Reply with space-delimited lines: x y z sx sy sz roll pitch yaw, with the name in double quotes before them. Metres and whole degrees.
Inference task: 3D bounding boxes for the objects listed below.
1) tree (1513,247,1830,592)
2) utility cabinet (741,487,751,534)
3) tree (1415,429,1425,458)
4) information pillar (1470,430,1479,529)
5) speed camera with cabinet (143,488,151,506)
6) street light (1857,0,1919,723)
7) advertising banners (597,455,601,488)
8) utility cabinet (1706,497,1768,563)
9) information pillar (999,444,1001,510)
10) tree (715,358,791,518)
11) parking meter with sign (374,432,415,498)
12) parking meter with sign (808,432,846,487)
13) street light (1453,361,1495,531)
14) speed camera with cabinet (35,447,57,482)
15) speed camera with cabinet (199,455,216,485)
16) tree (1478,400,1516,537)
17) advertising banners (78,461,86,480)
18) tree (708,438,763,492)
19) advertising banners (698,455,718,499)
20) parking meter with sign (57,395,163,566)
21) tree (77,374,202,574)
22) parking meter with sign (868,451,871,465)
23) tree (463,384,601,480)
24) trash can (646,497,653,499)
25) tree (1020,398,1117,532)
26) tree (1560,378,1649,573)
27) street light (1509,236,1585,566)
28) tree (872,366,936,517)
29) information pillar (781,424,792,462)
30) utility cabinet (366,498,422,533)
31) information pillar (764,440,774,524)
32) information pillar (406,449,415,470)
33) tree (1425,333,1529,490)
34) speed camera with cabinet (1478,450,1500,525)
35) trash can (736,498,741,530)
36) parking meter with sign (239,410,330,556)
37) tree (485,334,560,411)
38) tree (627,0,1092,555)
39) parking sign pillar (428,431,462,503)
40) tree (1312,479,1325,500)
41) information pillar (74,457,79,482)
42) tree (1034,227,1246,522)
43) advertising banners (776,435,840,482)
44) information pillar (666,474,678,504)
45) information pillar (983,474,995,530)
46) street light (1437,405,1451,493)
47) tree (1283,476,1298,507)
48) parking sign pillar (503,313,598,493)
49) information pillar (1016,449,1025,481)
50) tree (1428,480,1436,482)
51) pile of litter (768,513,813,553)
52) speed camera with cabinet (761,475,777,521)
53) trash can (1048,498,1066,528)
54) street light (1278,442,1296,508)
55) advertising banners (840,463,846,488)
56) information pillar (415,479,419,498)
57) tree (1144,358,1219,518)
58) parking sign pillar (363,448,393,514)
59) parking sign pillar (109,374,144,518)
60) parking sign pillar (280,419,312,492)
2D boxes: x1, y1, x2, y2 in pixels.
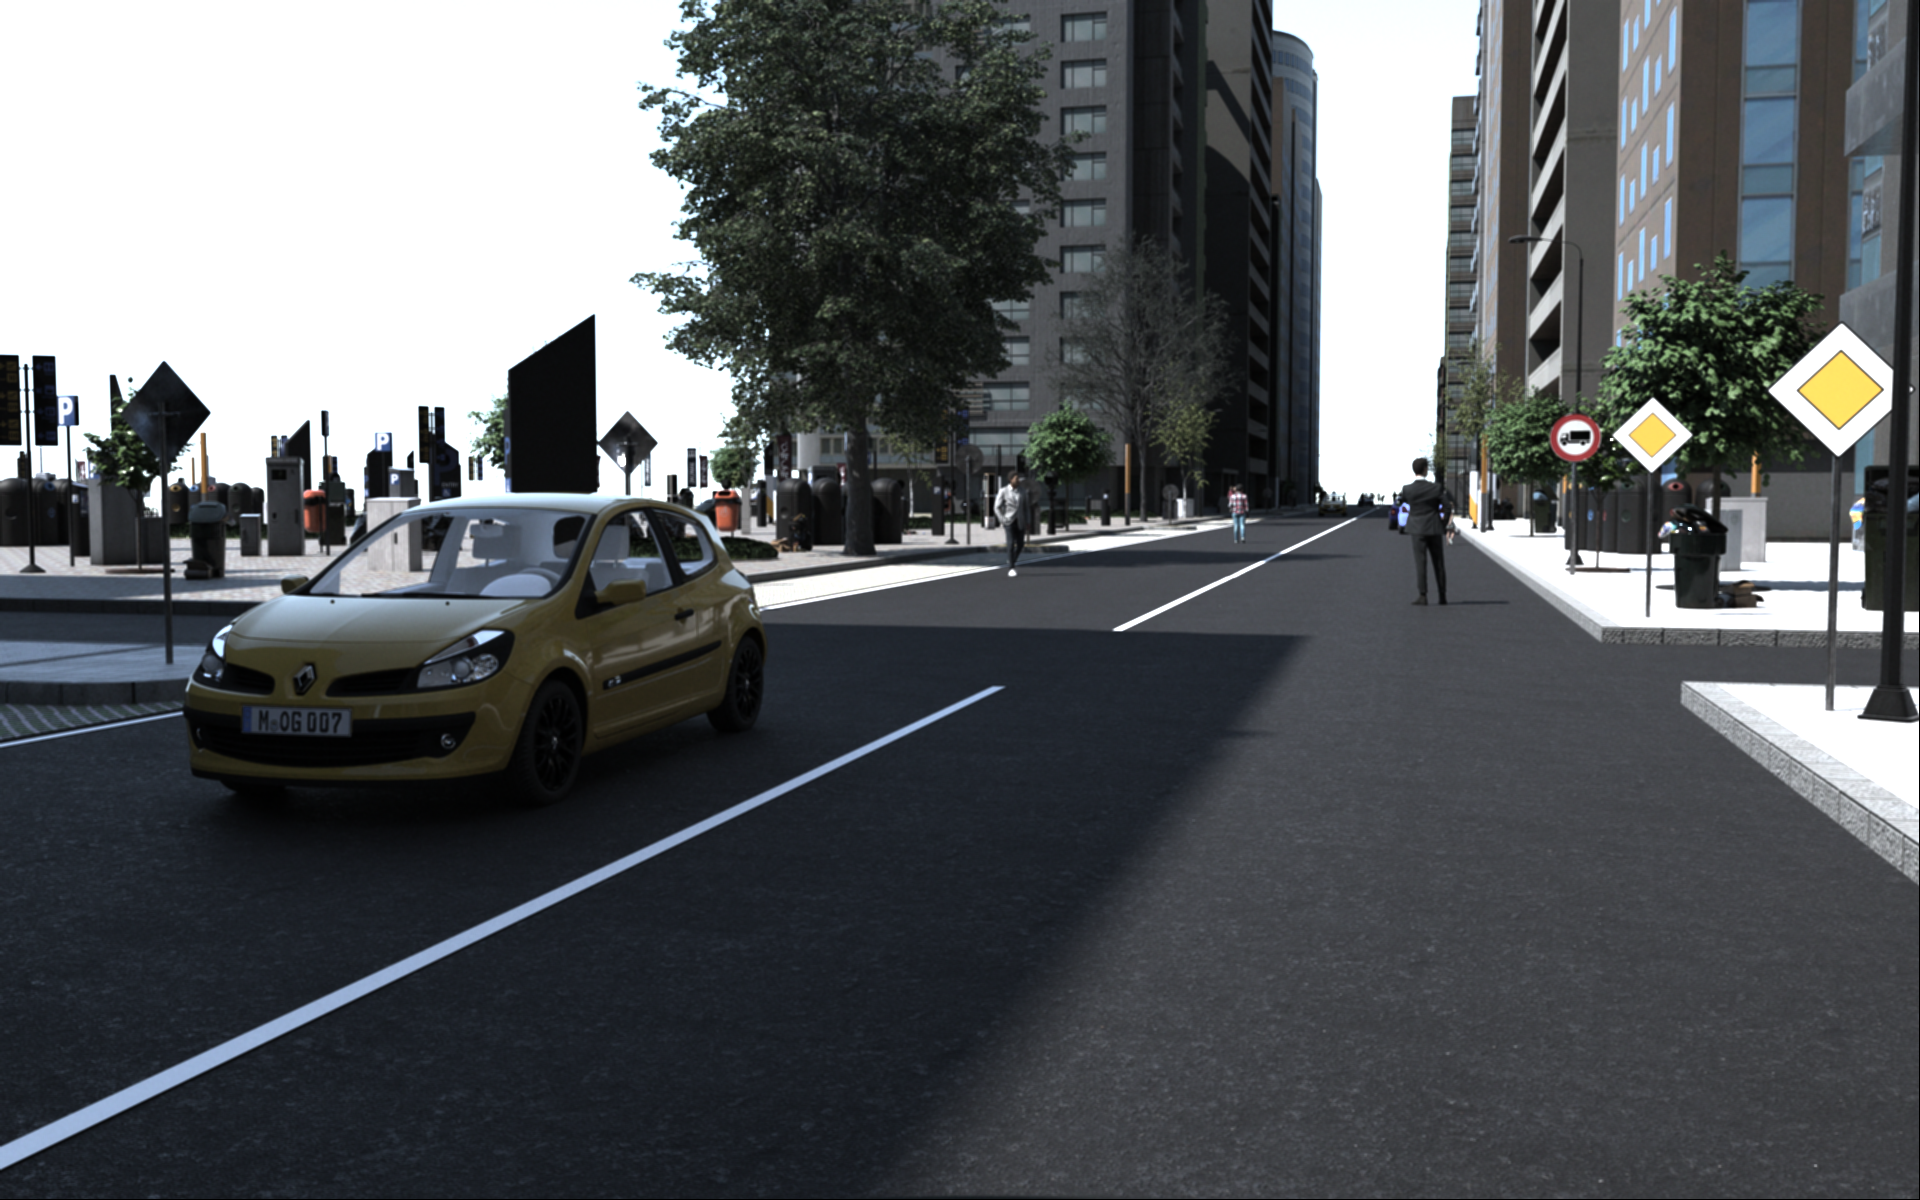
"tree" 10.110 -2.411 23.133 4.285 4.588 4.351 0 3 0
"utility cabinet" -6.862 -2.868 55.563 0.318 1.500 1.173 0 4 -7
"tree" 47.427 -13.573 172.287 4.737 8.622 4.395 0 3 0
"information pillar" 18.854 -4.411 63.468 0.183 3.616 0.504 -1 4 -12
"speed camera with cabinet" -49.743 -6.771 105.040 0.660 3.252 2.038 0 4 -4
"street light" 4.788 -2.282 9.847 1.470 5.913 1.316 1 4 14
"advertising banners" -16.538 -4.944 77.030 0.090 3.025 2.074 2 4 24
"utility cabinet" 14.512 -1.299 32.403 1.020 1.237 0.306 0 4 6
"information pillar" 1.876 -5.514 81.513 0.183 3.616 0.504 0 4 5
"tree" -11.152 -8.675 92.203 4.737 8.622 4.395 0 3 0
"parking meter with sign" -15.872 -3.248 49.366 0.543 3.016 1.738 1 4 19
"parking meter with sign" -3.786 -3.118 47.247 1.738 3.016 0.543 -1 4 -22
"street light" 18.039 -5.386 60.602 1.470 5.913 1.316 1 4 14
"speed camera with cabinet" -38.366 -4.743 71.889 0.660 3.252 2.038 0 4 6
"speed camera with cabinet" -37.569 -5.740 88.178 2.038 3.252 0.660 -3 5 -40
"tree" 17.174 -4.156 51.668 4.285 4.588 4.351 0 3 0
"advertising banners" -45.170 -5.760 90.368 2.074 3.025 0.090 1 4 19
"tree" -12.754 -6.989 97.988 4.285 4.588 4.351 0 3 0
"advertising banners" -11.017 -5.037 78.548 0.090 3.025 2.074 3 5 44
"parking meter with sign" -15.321 -2.144 31.323 0.543 3.016 1.738 2 4 30
"tree" -13.510 -2.053 28.167 1.663 3.219 1.824 0 3 0
"parking meter with sign" -4.243 -4.606 71.577 0.543 3.016 1.738 -1 4 -23
"tree" -10.549 -3.650 43.393 4.285 4.588 4.351 0 3 0
"trash can" -15.290 -4.440 84.242 0.748 1.137 0.748 0 3 0
"tree" 3.570 -4.599 58.911 4.285 4.588 4.351 0 3 0
"tree" 10.706 -2.081 28.618 1.663 3.219 1.824 0 3 0
"street light" 10.557 -3.586 31.177 1.470 5.913 1.316 1 4 14
"tree" -2.667 -8.784 93.976 4.737 8.622 4.395 0 3 0
"information pillar" -5.720 -4.016 57.017 0.183 3.616 0.504 2 4 33
"utility cabinet" -9.425 -1.081 28.839 1.020 1.237 0.306 2 4 30
"information pillar" -8.254 -5.106 74.839 0.504 3.616 0.183 -3 5 -43
"information pillar" -28.612 -6.051 90.284 0.183 3.616 0.504 2 4 29
"tree" 23.832 -7.849 78.698 4.737 8.622 4.395 0 3 0
"speed camera with cabinet" 22.401 -4.846 73.562 0.660 3.252 2.038 2 4 32
"trash can" -8.067 -3.129 62.817 0.748 1.137 0.748 0 3 0
"parking meter with sign" -13.968 -2.419 35.818 1.738 3.016 0.543 -1 4 -11
"tree" -19.108 -7.859 78.855 4.360 8.622 3.978 0 3 0
"tree" -2.145 -7.915 36.068 9.857 13.997 8.962 0 3 0
"parking sign pillar" -21.683 -5.163 72.891 1.447 3.967 1.447 -2 4 -31
"tree" 46.479 -14.071 224.665 1.663 3.219 1.824 0 3 0
"information pillar" -55.869 -7.232 109.590 0.504 3.616 0.183 3 5 45
"tree" 8.403 -10.351 79.614 12.009 13.543 11.850 0 3 0
"advertising banners" -4.584 -3.394 51.673 2.074 3.025 0.090 -2 4 -35
"information pillar" -10.525 -3.598 63.326 0.304 2.012 0.304 3 5 42
"information pillar" 1.084 -3.556 62.631 0.304 2.012 0.304 -1 4 -22
"street light" 25.838 -7.218 90.550 1.470 5.913 1.316 1 4 14
"tree" 31.911 -10.658 168.867 1.663 3.219 1.824 0 3 0
"parking sign pillar" -6.083 -2.280 25.750 1.447 3.967 1.447 -2 4 -28
"information pillar" 3.124 -5.962 88.834 0.504 3.616 0.183 -1 4 -13
"tree" 57.940 -13.344 212.768 1.663 3.219 1.824 0 3 0
"pile of litter" -3.867 -1.515 38.728 1.176 0.858 1.719 1 4 22
"speed camera with cabinet" -8.928 -5.456 83.542 0.660 3.252 2.038 -2 4 -29
"trash can" 3.677 -3.276 65.215 0.748 1.137 0.748 0 3 0
"street light" 29.054 -11.127 154.474 1.470 5.913 1.316 1 4 14
"advertising banners" -5.931 -6.215 97.796 2.074 3.025 0.090 0 4 8
"information pillar" -26.716 -4.925 85.022 0.304 2.012 0.304 -1 4 -17
"tree" 11.892 -8.665 92.032 4.737 8.622 4.395 0 3 0
"parking sign pillar" -26.576 -5.547 79.160 1.447 3.967 1.447 3 4 37
"parking sign pillar" -19.058 -3.129 39.634 1.447 3.967 1.447 -1 4 -15
"parking sign pillar" -23.771 -4.493 61.940 1.447 3.967 1.447 1 4 16
